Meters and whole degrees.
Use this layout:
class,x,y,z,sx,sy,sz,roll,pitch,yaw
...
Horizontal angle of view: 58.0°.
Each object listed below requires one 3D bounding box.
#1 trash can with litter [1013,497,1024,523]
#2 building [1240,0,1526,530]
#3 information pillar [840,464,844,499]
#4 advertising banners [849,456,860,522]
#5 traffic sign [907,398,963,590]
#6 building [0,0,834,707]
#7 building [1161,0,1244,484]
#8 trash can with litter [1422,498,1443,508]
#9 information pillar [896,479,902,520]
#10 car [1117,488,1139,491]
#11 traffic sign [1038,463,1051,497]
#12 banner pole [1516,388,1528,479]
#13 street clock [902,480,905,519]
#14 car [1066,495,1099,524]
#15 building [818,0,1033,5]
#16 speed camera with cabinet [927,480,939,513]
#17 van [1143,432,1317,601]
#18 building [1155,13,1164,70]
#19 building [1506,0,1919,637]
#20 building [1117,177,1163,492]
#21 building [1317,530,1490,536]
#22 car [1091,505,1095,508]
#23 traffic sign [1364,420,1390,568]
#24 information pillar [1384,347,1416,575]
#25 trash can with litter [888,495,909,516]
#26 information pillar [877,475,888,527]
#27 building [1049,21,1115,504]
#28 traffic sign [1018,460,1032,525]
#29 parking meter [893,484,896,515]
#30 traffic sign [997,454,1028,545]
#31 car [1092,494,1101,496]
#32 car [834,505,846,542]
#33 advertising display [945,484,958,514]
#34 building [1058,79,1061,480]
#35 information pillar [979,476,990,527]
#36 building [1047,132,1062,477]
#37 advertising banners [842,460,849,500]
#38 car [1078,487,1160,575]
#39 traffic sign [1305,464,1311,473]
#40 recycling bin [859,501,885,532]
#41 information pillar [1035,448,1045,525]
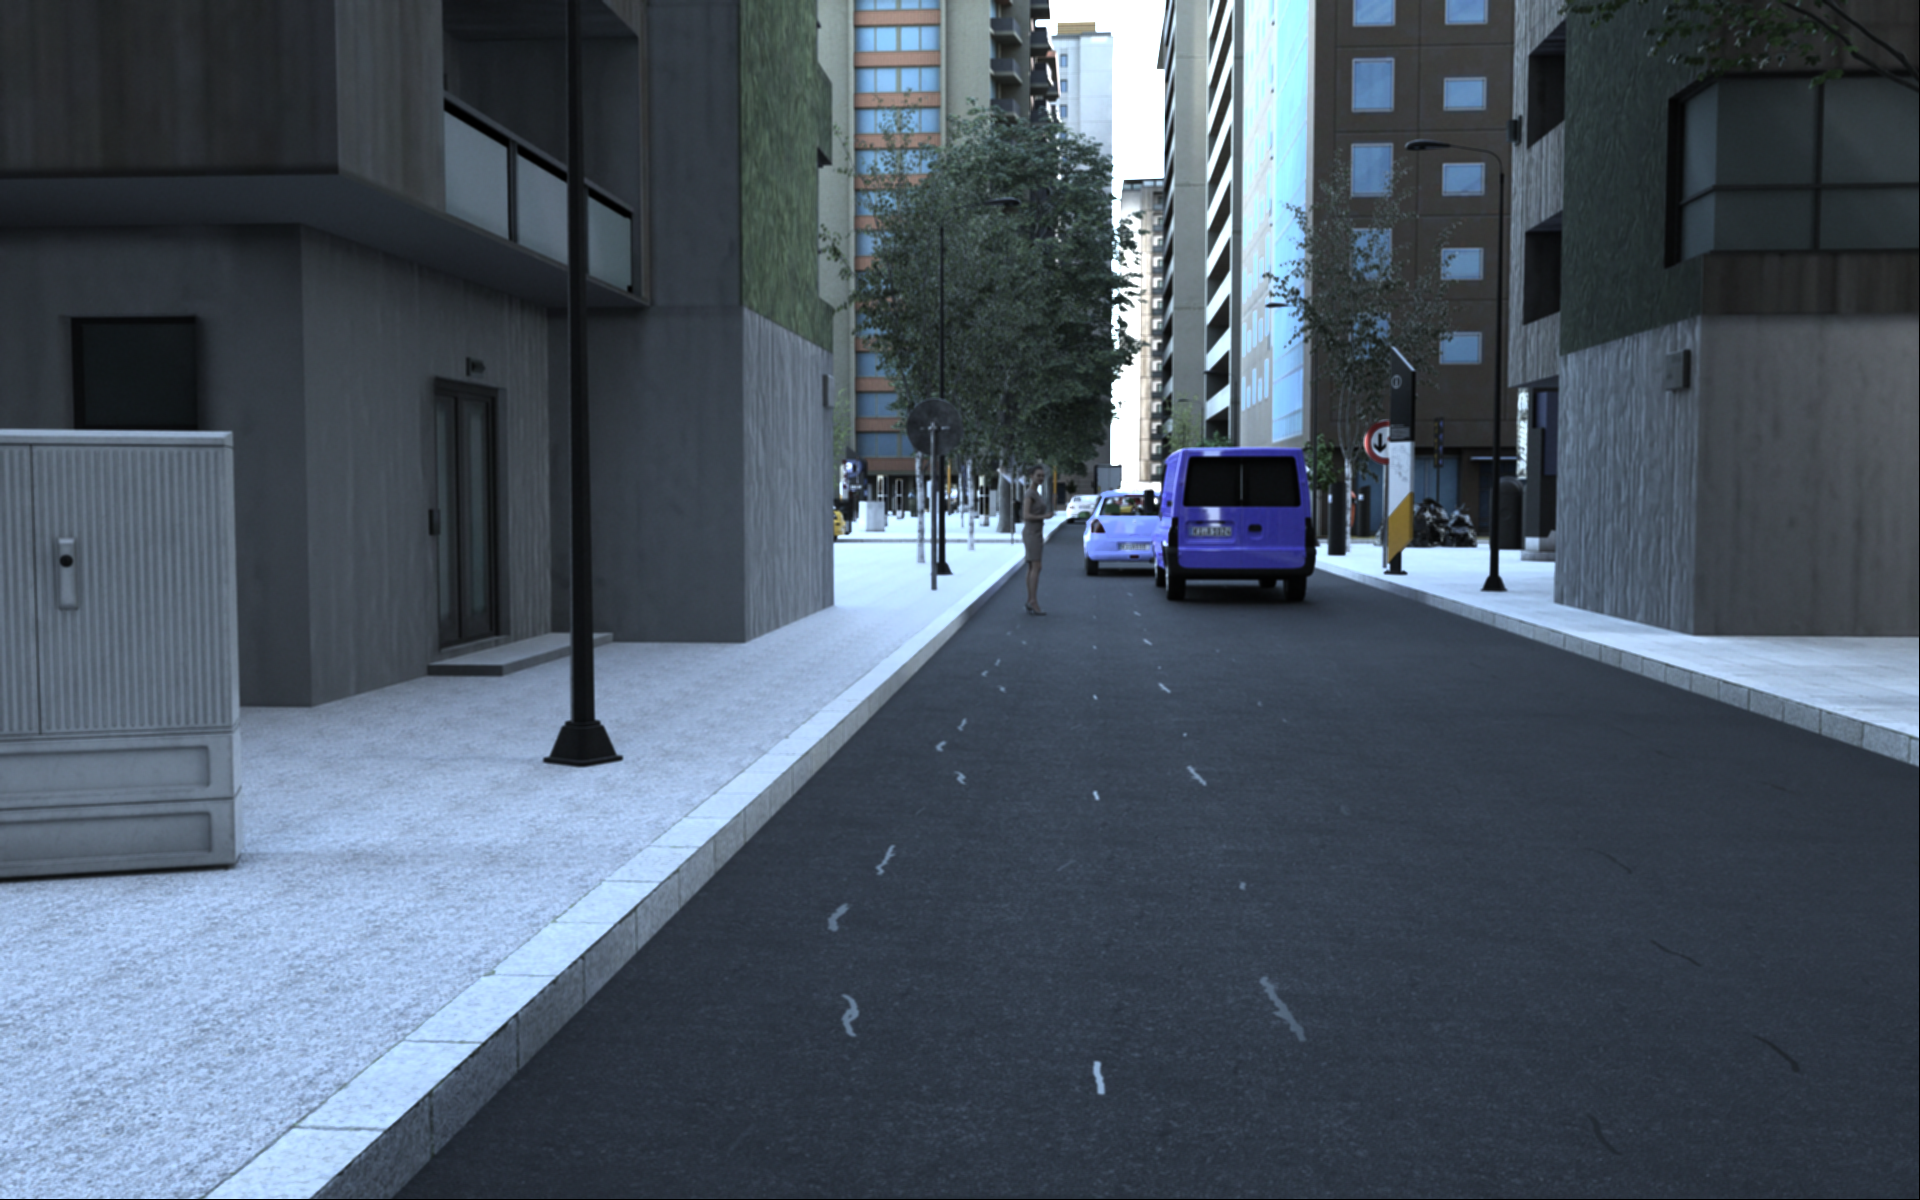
class,x,y,z,sx,sy,sz,roll,pitch,yaw
trash can with litter,2.618,-3.945,75.891,1.055,1.170,0.624,-1,4,-14
building,19.717,-25.928,74.037,14.600,45.320,14.200,0,4,4
information pillar,-8.332,-8.079,123.439,0.504,3.616,0.183,3,5,44
advertising banners,-4.778,-5.078,79.207,0.090,3.025,2.074,0,4,3
traffic sign,-0.349,-1.407,23.106,0.768,2.556,0.104,1,4,13
building,-8.977,-20.117,12.505,14.154,41.232,14.086,0,4,4
building,27.121,-31.367,136.556,21.300,48.544,21.600,0,4,4
trash can with litter,13.793,-2.364,50.031,1.055,1.170,0.624,-2,4,-24
information pillar,-3.038,-5.020,86.561,0.304,2.012,0.304,0,4,-3
car,11.366,-6.637,117.192,2.281,1.827,5.304,0,4,4
traffic sign,3.322,-4.314,70.643,0.768,2.556,0.104,1,4,9
banner pole,11.655,-2.786,35.572,0.401,3.779,0.863,-1,4,-15
street clock,-2.986,-5.209,89.733,0.358,2.002,0.471,0,4,3
car,6.240,-4.466,85.380,2.083,1.381,4.827,0,4,6
building,-3.730,-29.747,140.986,22.147,44.769,28.867,0,4,4
speed camera with cabinet,-1.761,-7.428,115.787,0.660,3.252,2.038,1,4,10
van,3.835,-1.262,25.016,2.240,2.365,5.245,0,4,4
building,35.610,-36.422,184.740,28.713,52.752,27.495,0,4,4
building,14.162,-15.250,21.037,14.160,30.474,14.107,0,4,4
building,26.888,-32.619,216.909,14.086,41.232,14.154,0,4,4
building,18.204,-24.920,57.552,14.200,45.320,14.600,0,4,4
car,6.108,-3.504,67.513,2.015,1.641,3.980,0,4,5
traffic sign,7.346,-1.821,29.875,0.768,2.556,0.104,1,4,9
information pillar,6.990,-2.208,27.452,0.183,3.616,0.504,-2,4,-30
trash can with litter,-3.980,-5.519,101.298,2.233,1.210,1.678,3,5,41
information pillar,-3.050,-3.908,68.391,0.304,2.012,0.304,3,5,39
building,5.274,-41.505,220.602,28.212,58.520,21.231,0,4,4
traffic sign,1.924,-2.912,51.252,0.795,2.450,0.064,0,4,4
parking meter,-3.791,-5.977,103.436,0.399,1.863,0.255,-1,4,-15
traffic sign,1.311,-2.425,43.290,0.795,2.450,0.064,0,4,4
car,10.868,-7.620,136.594,2.014,1.417,4.499,0,4,3
car,-5.254,-2.381,49.149,3.980,1.641,2.015,0,4,5
advertising display,-0.565,-6.467,110.951,0.974,1.923,0.123,2,4,24
building,-1.353,-31.523,170.022,22.147,44.769,28.867,0,4,4
information pillar,0.965,-3.921,68.602,0.304,2.012,0.304,-3,5,-44
building,4.331,-31.217,193.996,14.086,41.232,14.154,0,4,4
advertising banners,-5.624,-5.694,89.286,0.090,3.025,2.074,1,4,22
car,3.137,-1.357,31.785,1.945,1.707,3.694,0,4,3
traffic sign,8.234,-2.391,42.739,0.795,2.450,0.064,0,4,4
recycling bin,-2.994,-2.840,58.984,0.722,1.027,0.722,-1,4,-21
information pillar,3.310,-4.937,72.079,0.183,3.616,0.504,-3,4,-38
